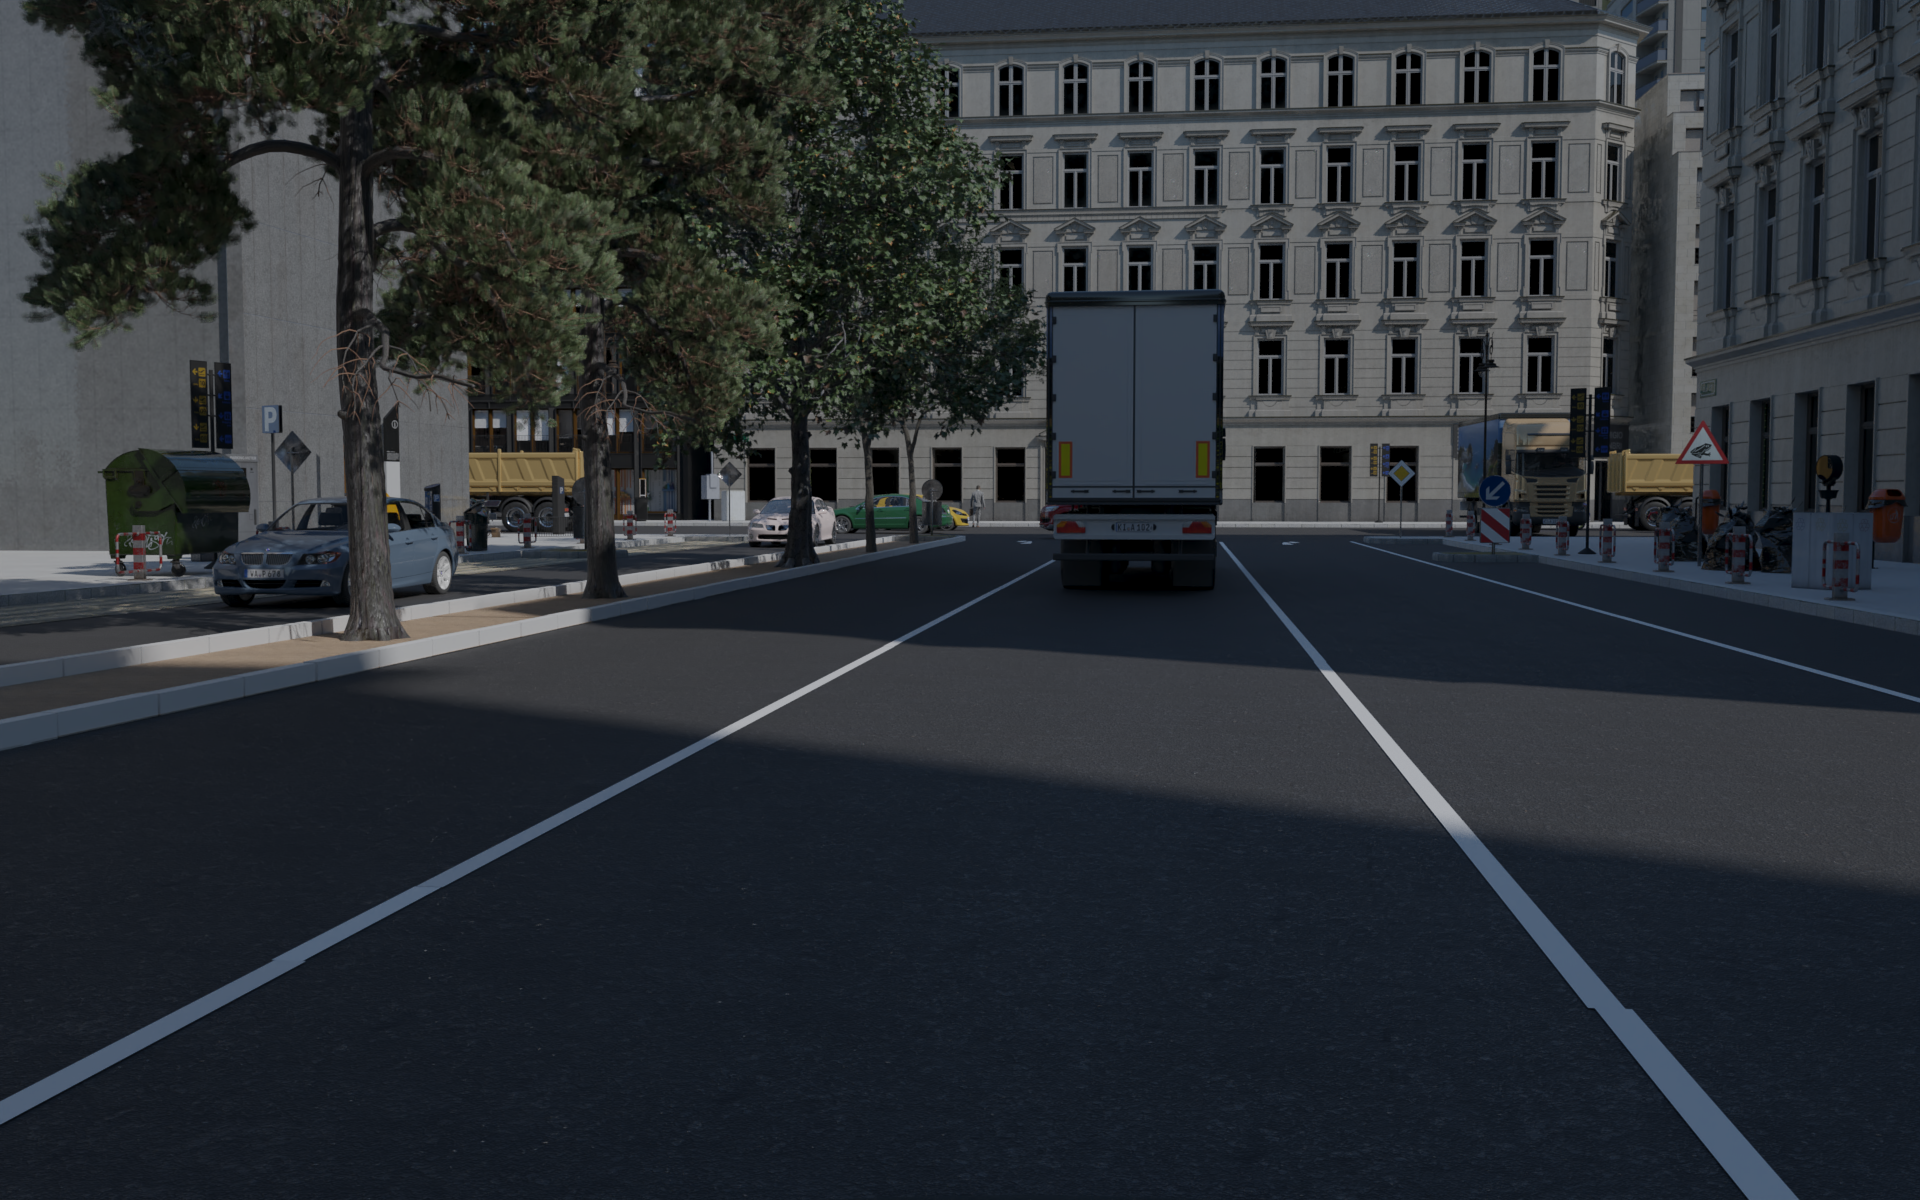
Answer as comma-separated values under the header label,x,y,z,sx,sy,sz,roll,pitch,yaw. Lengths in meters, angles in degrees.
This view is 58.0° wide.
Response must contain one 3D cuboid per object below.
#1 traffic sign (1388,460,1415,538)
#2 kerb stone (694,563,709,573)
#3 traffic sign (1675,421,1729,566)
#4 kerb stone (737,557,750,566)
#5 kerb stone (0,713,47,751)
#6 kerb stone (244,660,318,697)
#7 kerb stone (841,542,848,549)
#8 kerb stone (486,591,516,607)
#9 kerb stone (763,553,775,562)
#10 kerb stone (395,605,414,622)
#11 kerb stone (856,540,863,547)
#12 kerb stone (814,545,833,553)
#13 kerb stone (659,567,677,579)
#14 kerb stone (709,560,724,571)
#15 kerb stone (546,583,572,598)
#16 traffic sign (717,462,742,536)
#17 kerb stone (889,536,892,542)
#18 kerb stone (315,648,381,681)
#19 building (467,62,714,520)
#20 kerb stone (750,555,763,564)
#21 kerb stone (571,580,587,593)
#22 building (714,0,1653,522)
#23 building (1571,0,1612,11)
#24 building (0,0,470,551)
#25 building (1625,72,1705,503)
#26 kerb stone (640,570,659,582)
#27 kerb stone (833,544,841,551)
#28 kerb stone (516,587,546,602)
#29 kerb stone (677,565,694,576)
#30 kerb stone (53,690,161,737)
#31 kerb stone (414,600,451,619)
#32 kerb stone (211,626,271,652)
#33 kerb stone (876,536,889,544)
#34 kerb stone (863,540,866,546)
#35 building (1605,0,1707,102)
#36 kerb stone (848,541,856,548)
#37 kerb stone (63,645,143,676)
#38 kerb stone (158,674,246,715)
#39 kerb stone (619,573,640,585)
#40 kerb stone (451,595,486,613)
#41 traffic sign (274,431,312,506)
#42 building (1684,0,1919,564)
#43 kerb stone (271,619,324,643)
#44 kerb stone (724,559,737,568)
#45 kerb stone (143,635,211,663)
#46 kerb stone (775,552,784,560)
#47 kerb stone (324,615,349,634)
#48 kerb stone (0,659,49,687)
label,x,y,z,sx,sy,sz,roll,pitch,yaw
traffic sign,12.963,-2.891,50.912,0.795,2.450,0.064,0,4,7
kerb stone,-4.781,-0.558,31.359,0.120,0.150,1.000,0,4,7
traffic sign,13.133,-1.877,30.697,0.884,2.594,0.081,1,4,15
kerb stone,-4.397,-0.739,34.418,0.120,0.150,1.000,0,4,7
kerb stone,-5.416,0.766,9.668,0.120,0.150,1.000,0,4,7
kerb stone,-5.042,0.585,12.727,0.120,0.150,1.000,0,4,7
kerb stone,-3.096,-1.367,44.610,0.120,0.150,1.000,0,4,7
kerb stone,-5.960,0.004,22.165,0.120,0.150,1.000,0,4,7
kerb stone,-4.130,-0.871,36.450,0.120,0.150,1.000,0,4,7
kerb stone,-6.335,0.189,19.107,0.120,0.150,1.000,0,4,7
kerb stone,-2.827,-1.495,46.642,0.120,0.150,1.000,0,4,7
kerb stone,-3.353,-1.237,42.572,0.120,0.150,1.000,0,4,7
kerb stone,-5.042,-0.436,29.320,0.120,0.150,1.000,0,4,7
kerb stone,-4.644,-0.623,32.377,0.120,0.150,1.000,0,4,7
kerb stone,-5.689,-0.116,24.209,0.120,0.150,1.000,0,4,7
traffic sign,-7.117,-3.048,53.481,0.795,2.450,0.064,0,4,7
kerb stone,-2.174,-1.808,51.757,0.120,0.150,1.000,0,4,7
kerb stone,-4.904,0.517,13.743,0.120,0.150,1.000,0,4,7
building,-20.256,-15.949,90.450,15.834,23.373,12.332,0,4,7
kerb stone,-4.261,-0.810,35.433,0.120,0.150,1.000,0,4,7
kerb stone,-5.560,-0.186,25.237,0.120,0.150,1.000,0,4,7
building,10.385,-19.049,87.872,44.131,29.872,17.030,0,4,7
building,81.897,-49.092,240.902,20.611,71.187,20.563,0,4,7
building,-24.804,-13.866,44.725,19.932,24.808,12.078,0,4,7
building,40.836,-13.850,81.199,16.860,20.320,10.420,0,4,7
kerb stone,-5.174,-0.373,28.302,0.120,0.150,1.000,0,4,7
kerb stone,-3.227,-1.308,43.590,0.120,0.150,1.000,0,4,7
kerb stone,-5.822,-0.055,23.181,0.120,0.150,1.000,0,4,7
kerb stone,-4.912,-0.498,30.343,0.120,0.150,1.000,0,4,7
kerb stone,-5.299,0.705,10.687,0.120,0.150,1.000,0,4,7
kerb stone,-6.210,0.127,20.124,0.120,0.150,1.000,0,4,7
kerb stone,-6.730,0.376,16.052,0.120,0.150,1.000,0,4,7
kerb stone,-2.306,-1.744,50.731,0.120,0.150,1.000,0,4,7
kerb stone,-2.704,-1.557,47.660,0.120,0.150,1.000,0,4,7
building,85.964,-39.429,186.663,28.212,58.520,21.231,0,4,7
kerb stone,-2.966,-1.433,45.627,0.120,0.150,1.000,0,4,7
kerb stone,-6.984,0.500,14.017,0.120,0.150,1.000,0,4,7
kerb stone,-5.167,0.647,11.703,0.120,0.150,1.000,0,4,7
kerb stone,-5.299,-0.311,27.281,0.120,0.150,1.000,0,4,7
kerb stone,-6.076,0.064,21.146,0.120,0.150,1.000,0,4,7
traffic sign,-12.160,-1.858,31.570,0.795,2.450,0.064,1,4,16
building,24.466,-15.063,22.690,17.030,29.872,44.131,0,4,7
kerb stone,-6.598,0.315,17.068,0.120,0.150,1.000,0,4,7
kerb stone,-4.527,-0.685,33.397,0.120,0.150,1.000,0,4,7
kerb stone,-6.858,0.438,15.035,0.120,0.150,1.000,0,4,7
kerb stone,-4.001,-0.934,37.471,0.120,0.150,1.000,0,4,7
kerb stone,-6.465,0.251,18.085,0.120,0.150,1.000,0,4,7
kerb stone,-7.112,0.562,13.000,0.120,0.150,1.000,0,4,7
